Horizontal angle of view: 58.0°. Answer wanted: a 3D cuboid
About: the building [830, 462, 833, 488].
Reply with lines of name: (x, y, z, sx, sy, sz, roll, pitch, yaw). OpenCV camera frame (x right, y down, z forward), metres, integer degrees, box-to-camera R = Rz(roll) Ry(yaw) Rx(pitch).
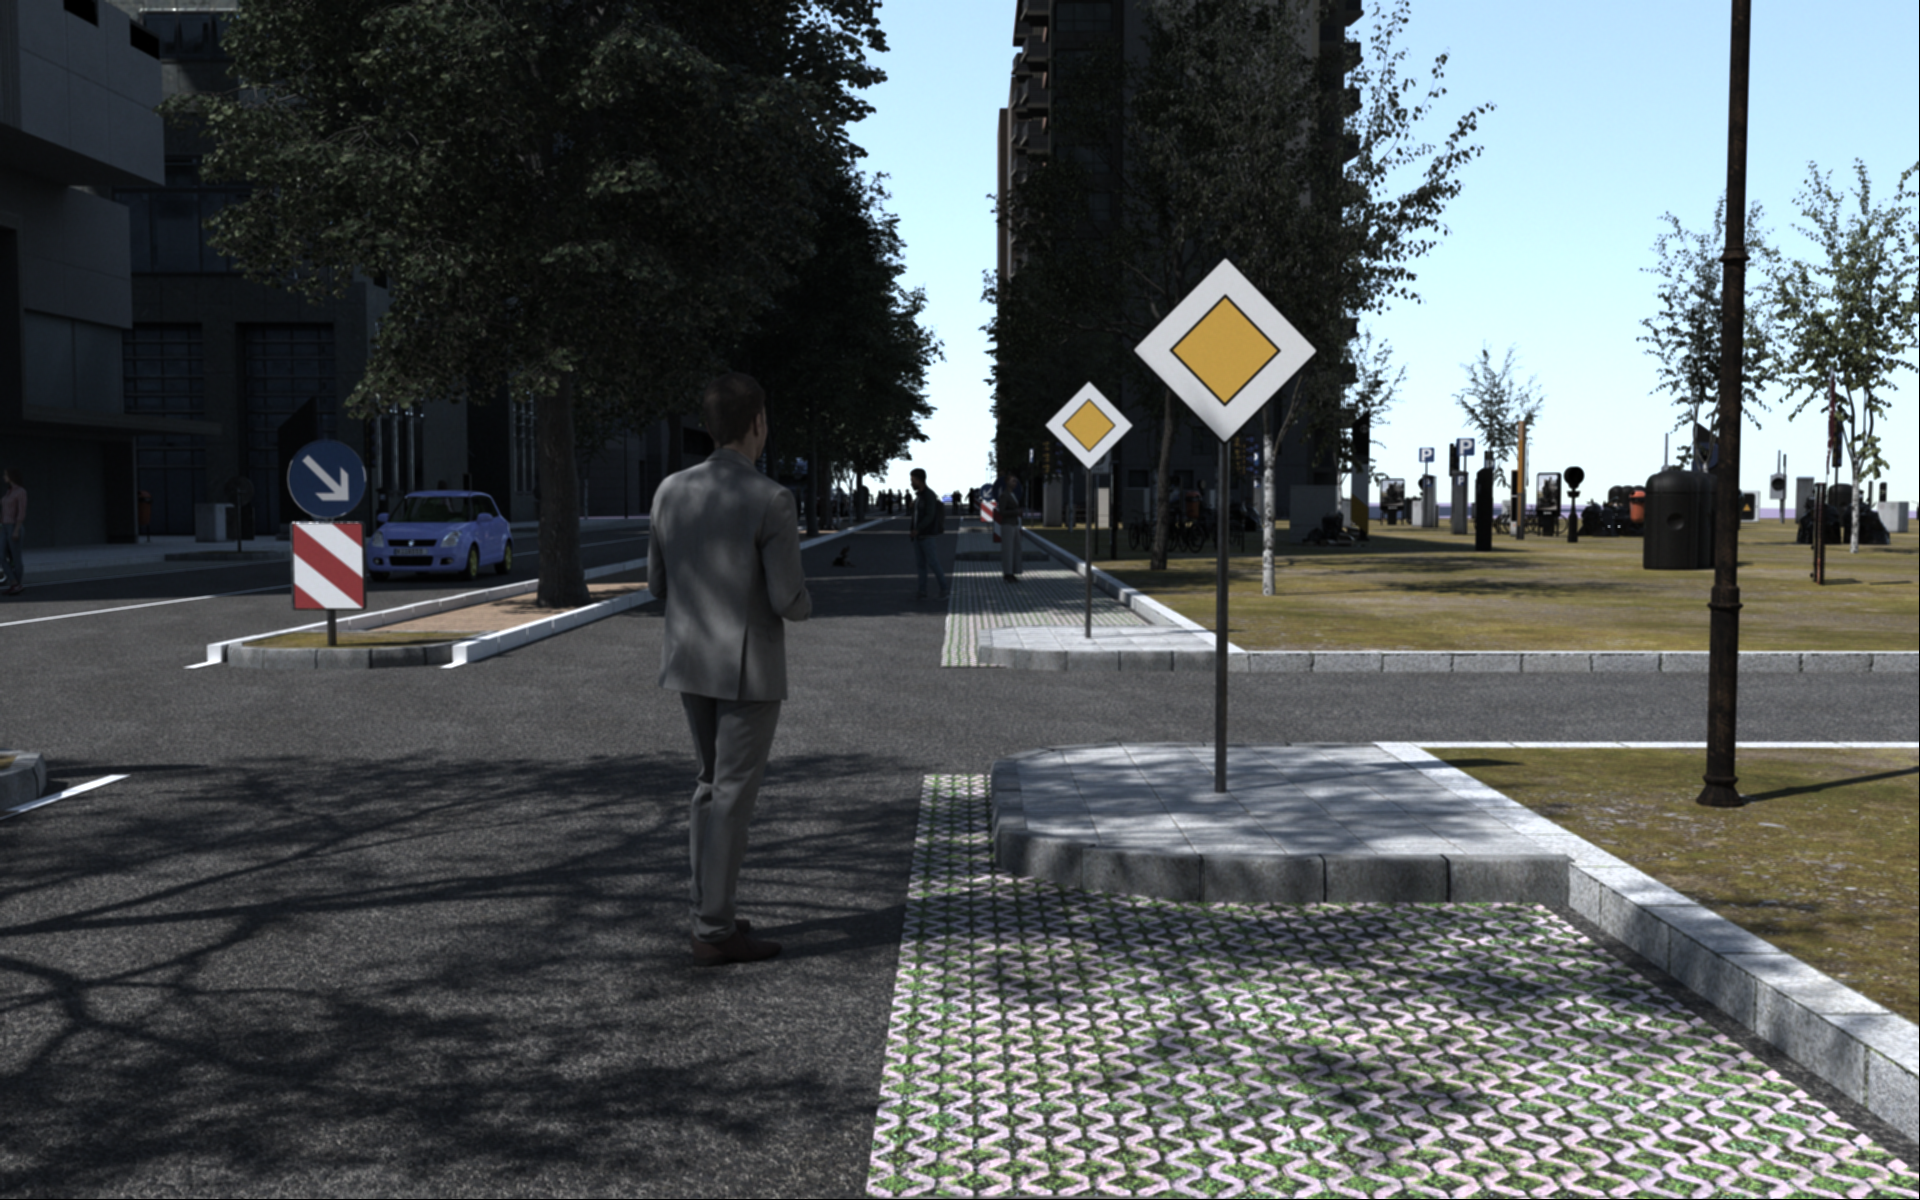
building: (-25.452, -34.158, 242.073, 14.154, 41.232, 14.086, 0, 4, 0)

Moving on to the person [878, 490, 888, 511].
person: (-6.474, -8.457, 146.855, 0.705, 1.814, 1.350, -3, 5, -44)

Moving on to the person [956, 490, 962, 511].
person: (-0.043, -8.484, 147.658, 0.683, 1.767, 0.568, -1, 4, -17)

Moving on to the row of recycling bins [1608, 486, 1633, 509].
row of recycling bins: (32.839, -4.725, 84.359, 1.069, 1.692, 3.534, -1, 4, -15)

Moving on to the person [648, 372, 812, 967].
person: (-0.657, 0.202, 5.403, 0.606, 1.804, 0.583, 2, 4, 30)

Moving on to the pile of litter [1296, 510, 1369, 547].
pile of litter: (9.189, -1.754, 42.640, 1.719, 0.858, 1.176, 1, 4, 22)

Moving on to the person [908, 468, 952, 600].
person: (-0.476, -0.891, 23.424, 0.721, 1.781, 0.623, -2, 4, -31)

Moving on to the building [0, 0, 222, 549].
building: (-32.449, -26.939, 29.697, 28.713, 52.752, 27.495, 0, 4, 0)

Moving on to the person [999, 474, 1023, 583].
person: (0.839, -1.144, 27.754, 0.362, 1.759, 0.519, 2, 4, 25)

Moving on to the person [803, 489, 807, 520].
person: (-8.329, -5.273, 95.431, 0.721, 1.743, 1.217, 0, 4, 2)

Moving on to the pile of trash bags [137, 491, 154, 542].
pile of trash bags: (-23.086, -2.239, 46.358, 3.447, 1.369, 1.912, 1, 4, 15)

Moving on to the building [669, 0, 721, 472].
building: (-29.994, -30.946, 129.672, 21.300, 48.544, 21.600, 0, 4, 0)

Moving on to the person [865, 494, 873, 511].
person: (-7.666, -8.211, 142.734, 1.348, 1.826, 0.705, -3, 5, -39)

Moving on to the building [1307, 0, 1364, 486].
building: (15.478, -28.564, 121.640, 22.147, 44.769, 28.867, 0, 4, 0)

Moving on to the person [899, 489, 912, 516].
person: (-3.543, -6.366, 113.114, 0.750, 1.759, 0.617, -2, 4, -32)

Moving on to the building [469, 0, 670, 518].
building: (-30.422, -34.372, 103.976, 21.231, 58.520, 28.212, 0, 4, 0)

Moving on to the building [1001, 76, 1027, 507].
building: (12.083, -32.578, 182.768, 14.600, 45.320, 14.200, 0, 4, 0)

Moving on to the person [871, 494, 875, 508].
person: (-9.217, -10.433, 182.333, 0.557, 1.426, 1.065, 1, 4, 14)

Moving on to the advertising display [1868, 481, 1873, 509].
advertising display: (44.671, -4.879, 84.978, 0.123, 1.923, 0.974, 2, 4, 31)

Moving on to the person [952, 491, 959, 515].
person: (-0.297, -6.795, 121.072, 0.593, 1.643, 0.415, 2, 4, 32)

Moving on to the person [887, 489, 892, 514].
person: (-4.970, -6.978, 122.607, 0.705, 1.823, 1.348, -1, 4, -10)

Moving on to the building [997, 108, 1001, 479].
building: (11.234, -33.462, 197.209, 14.600, 45.320, 14.200, 0, 4, 0)

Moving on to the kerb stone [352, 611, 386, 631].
kerb stone: (-6.324, 0.242, 18.295, 0.120, 0.150, 1.000, 0, 4, 0)

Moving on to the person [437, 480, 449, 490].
person: (-11.621, -1.825, 38.928, 0.593, 1.750, 0.643, 2, 4, 28)

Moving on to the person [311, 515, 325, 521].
person: (-11.348, -1.265, 30.990, 0.330, 1.601, 0.589, 1, 4, 21)

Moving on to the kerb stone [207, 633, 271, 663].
kerb stone: (-6.336, 0.427, 15.216, 0.120, 0.150, 1.000, 0, 4, 0)

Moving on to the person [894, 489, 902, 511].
person: (-5.261, -8.504, 147.415, 0.599, 1.838, 0.709, -2, 4, -25)

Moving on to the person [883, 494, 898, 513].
person: (-5.197, -7.357, 129.499, 1.217, 1.735, 0.721, 1, 4, 18)

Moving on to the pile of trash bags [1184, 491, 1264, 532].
pile of trash bags: (8.791, -3.017, 59.084, 1.912, 1.369, 3.447, 3, 5, 43)

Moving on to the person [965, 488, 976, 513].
person: (0.807, -6.704, 117.747, 1.348, 1.869, 0.705, -3, 5, -41)

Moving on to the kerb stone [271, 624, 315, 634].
kerb stone: (-6.326, 0.366, 16.248, 0.120, 0.150, 1.000, 0, 4, 0)

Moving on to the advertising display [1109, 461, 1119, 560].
advertising display: (3.033, -1.772, 34.181, 0.123, 1.923, 0.974, 0, 4, 1)

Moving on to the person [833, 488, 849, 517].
person: (-7.295, -5.976, 106.198, 1.348, 1.826, 0.705, 2, 4, 33)

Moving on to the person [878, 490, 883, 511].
person: (-6.864, -8.561, 149.145, 0.551, 1.740, 0.621, 2, 4, 30)

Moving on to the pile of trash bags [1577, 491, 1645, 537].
pile of trash bags: (19.840, -2.577, 51.879, 1.912, 1.369, 3.447, 0, 4, 2)

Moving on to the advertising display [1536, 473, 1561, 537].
advertising display: (17.768, -2.879, 52.285, 0.123, 1.923, 0.974, -1, 4, -20)

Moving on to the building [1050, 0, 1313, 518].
building: (12.138, -20.113, 100.556, 14.160, 30.474, 14.107, 0, 4, 0)

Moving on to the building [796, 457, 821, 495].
building: (-32.121, -23.009, 221.240, 27.650, 21.520, 28.899, 0, 4, 0)

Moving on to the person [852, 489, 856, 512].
person: (-8.208, -7.746, 135.143, 1.348, 1.824, 0.705, -3, 4, -36)

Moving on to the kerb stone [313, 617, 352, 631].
kerb stone: (-6.329, 0.303, 17.270, 0.120, 0.150, 1.000, 0, 4, 0)

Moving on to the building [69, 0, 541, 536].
building: (-29.138, -46.065, 65.836, 22.319, 86.520, 31.000, 0, 4, 0)

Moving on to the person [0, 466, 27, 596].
person: (-13.460, -0.982, 24.562, 0.555, 1.821, 0.388, 2, 4, 26)

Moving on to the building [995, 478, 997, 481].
building: (16.533, -36.726, 220.073, 23.786, 49.044, 30.456, 0, 4, 0)

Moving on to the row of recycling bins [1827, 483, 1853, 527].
row of recycling bins: (34.853, -3.752, 68.453, 1.069, 1.692, 3.534, 2, 4, 28)

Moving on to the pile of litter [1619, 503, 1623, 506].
pile of litter: (30.623, -4.065, 80.428, 1.719, 0.858, 1.176, 2, 4, 32)

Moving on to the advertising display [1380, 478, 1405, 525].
advertising display: (17.878, -4.062, 71.635, 0.974, 1.923, 0.123, 0, 4, 7)

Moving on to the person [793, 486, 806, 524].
person: (-7.611, -4.498, 82.227, 0.709, 1.800, 0.728, -1, 4, -17)

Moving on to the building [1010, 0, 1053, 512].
building: (15.628, -30.326, 150.453, 22.147, 44.769, 28.867, 0, 4, 0)

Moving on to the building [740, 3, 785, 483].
building: (-29.462, -53.584, 188.764, 22.319, 86.520, 31.000, 0, 4, 0)

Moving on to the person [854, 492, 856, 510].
person: (-9.469, -9.114, 158.452, 0.436, 1.711, 0.756, 0, 4, -1)

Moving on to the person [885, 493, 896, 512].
person: (-5.643, -8.026, 139.868, 0.705, 1.807, 1.348, 3, 4, 38)

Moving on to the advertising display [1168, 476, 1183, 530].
advertising display: (7.563, -3.462, 61.819, 0.123, 1.923, 0.974, -3, 4, -36)

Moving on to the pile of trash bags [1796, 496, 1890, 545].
pile of trash bags: (23.364, -2.119, 44.394, 3.447, 1.369, 1.912, 2, 4, 25)
